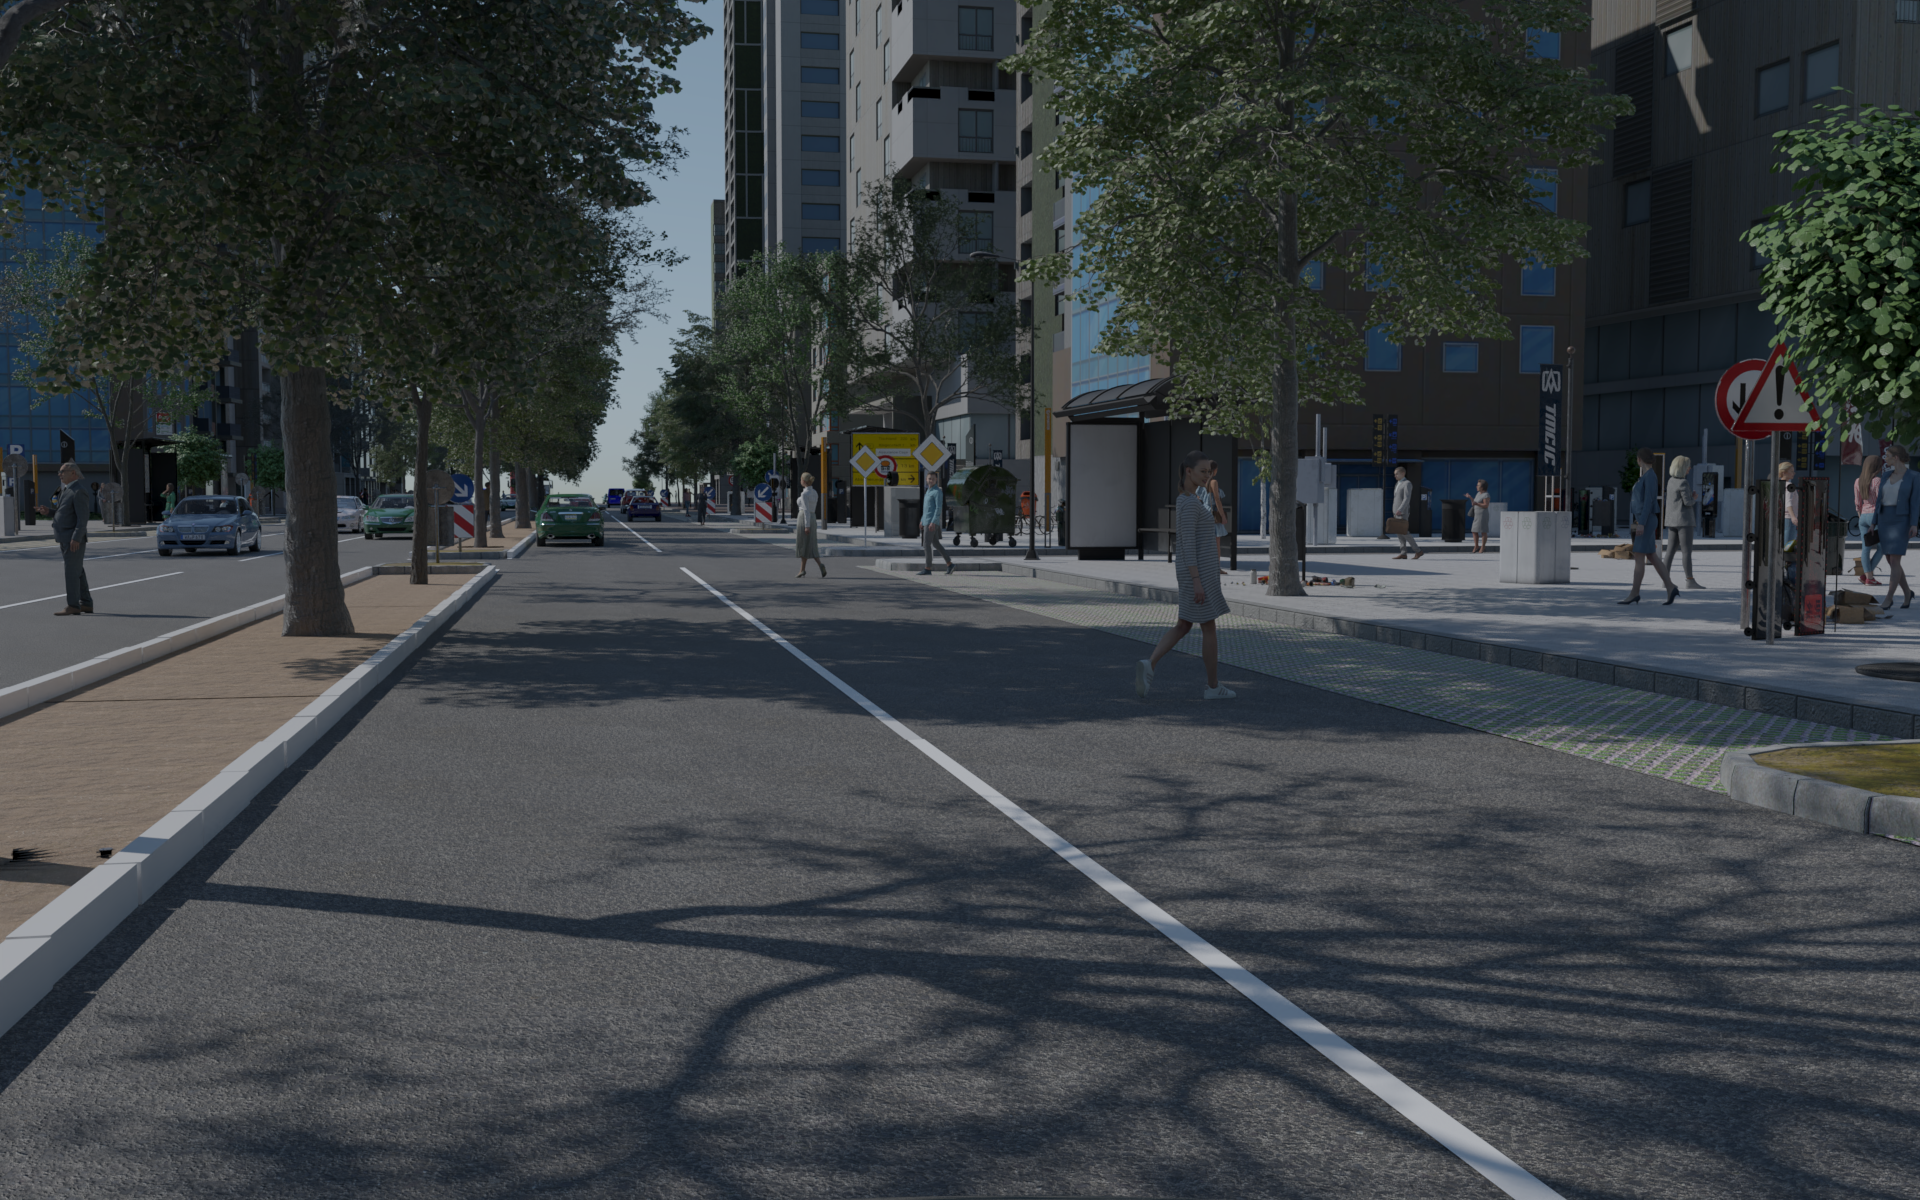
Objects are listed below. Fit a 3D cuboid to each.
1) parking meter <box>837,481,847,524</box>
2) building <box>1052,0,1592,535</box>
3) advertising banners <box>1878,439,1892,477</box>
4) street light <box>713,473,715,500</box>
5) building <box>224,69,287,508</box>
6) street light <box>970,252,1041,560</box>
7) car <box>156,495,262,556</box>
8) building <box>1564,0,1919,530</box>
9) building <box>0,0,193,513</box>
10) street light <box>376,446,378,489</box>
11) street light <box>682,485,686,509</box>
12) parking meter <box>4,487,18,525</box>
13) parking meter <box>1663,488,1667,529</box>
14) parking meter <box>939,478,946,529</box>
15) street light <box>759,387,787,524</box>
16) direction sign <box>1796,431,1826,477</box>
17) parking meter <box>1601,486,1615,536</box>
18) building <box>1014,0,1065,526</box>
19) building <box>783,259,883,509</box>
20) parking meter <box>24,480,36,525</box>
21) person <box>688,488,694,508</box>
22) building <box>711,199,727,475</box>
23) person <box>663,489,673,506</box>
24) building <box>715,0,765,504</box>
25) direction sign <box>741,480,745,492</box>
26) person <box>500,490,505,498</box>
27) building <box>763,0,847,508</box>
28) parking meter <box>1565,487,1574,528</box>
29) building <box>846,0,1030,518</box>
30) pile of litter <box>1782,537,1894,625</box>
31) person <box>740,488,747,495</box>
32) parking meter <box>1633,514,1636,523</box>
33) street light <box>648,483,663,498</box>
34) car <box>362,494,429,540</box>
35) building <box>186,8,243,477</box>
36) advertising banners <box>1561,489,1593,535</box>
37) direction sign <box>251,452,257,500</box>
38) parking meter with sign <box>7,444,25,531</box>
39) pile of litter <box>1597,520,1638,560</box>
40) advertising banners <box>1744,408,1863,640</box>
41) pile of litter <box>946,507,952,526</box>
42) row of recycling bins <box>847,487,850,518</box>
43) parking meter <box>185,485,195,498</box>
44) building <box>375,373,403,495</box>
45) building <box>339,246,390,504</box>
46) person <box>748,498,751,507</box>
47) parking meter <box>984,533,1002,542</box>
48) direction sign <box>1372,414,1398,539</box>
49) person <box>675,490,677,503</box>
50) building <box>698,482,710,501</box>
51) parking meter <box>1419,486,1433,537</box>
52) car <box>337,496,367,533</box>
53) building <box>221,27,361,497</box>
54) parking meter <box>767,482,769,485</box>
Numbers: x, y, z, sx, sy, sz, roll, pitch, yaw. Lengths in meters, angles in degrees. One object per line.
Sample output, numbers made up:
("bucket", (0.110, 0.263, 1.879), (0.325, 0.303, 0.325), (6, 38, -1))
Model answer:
("parking meter", (-5.131, -4.250, 75.206), (0.399, 1.863, 0.255), (1, 4, 14))
("building", (11.944, -25.109, 60.646), (14.200, 45.320, 14.600), (-1, 4, -12))
("advertising banners", (29.829, -3.551, 54.245), (0.090, 3.025, 2.074), (-3, 5, -44))
("street light", (-16.775, -8.666, 114.229), (1.470, 5.913, 1.316), (-1, 4, -12))
("building", (-68.459, -28.787, 154.261), (14.154, 41.232, 14.086), (-1, 4, -12))
("street light", (0.875, -3.726, 33.468), (1.470, 5.913, 1.316), (-1, 4, -12))
("car", (-18.027, -1.819, 41.742), (2.014, 1.417, 4.499), (-1, 4, -13))
("building", (39.447, -29.557, 72.495), (27.495, 52.752, 28.713), (-1, 4, -12))
("building", (-59.090, -28.265, 112.237), (14.600, 45.320, 14.200), (-1, 4, -12))
("street light", (-50.172, -10.902, 150.792), (1.470, 5.913, 1.316), (-1, 4, -12))
("street light", (-24.498, -10.864, 150.162), (1.470, 5.913, 1.316), (-1, 4, -12))
("parking meter", (-31.840, -3.041, 58.132), (0.372, 1.533, 0.369), (0, 3, 0))
("parking meter", (25.720, -3.374, 63.568), (0.372, 1.533, 0.369), (0, 3, 0))
("parking meter", (-0.728, -3.569, 64.065), (0.399, 1.863, 0.255), (3, 5, 39))
("street light", (-8.168, -6.242, 74.604), (1.470, 5.913, 1.316), (-1, 4, -12))
("direction sign", (28.120, -3.993, 57.284), (0.876, 3.537, 0.379), (1, 4, 14))
("parking meter", (19.842, -2.728, 53.016), (0.372, 1.533, 0.369), (0, 3, 0))
("building", (9.468, -18.665, 76.874), (14.160, 30.474, 14.107), (-1, 4, -12))
("building", (0.666, -18.273, 143.806), (27.650, 21.520, 28.899), (-1, 4, -12))
("parking meter", (-38.038, -3.983, 70.831), (0.255, 1.863, 0.399), (0, 4, 7))
("person", (-25.325, -9.535, 161.942), (1.348, 1.823, 0.705), (0, 4, 3))
("building", (-27.901, -34.235, 243.328), (14.154, 41.232, 14.086), (-1, 4, -12))
("person", (-30.839, -10.849, 183.443), (0.705, 1.821, 1.348), (3, 5, 40))
("building", (-21.640, -48.125, 225.101), (20.563, 71.187, 20.611), (-1, 4, -12))
("direction sign", (-14.544, -7.551, 115.464), (0.379, 3.537, 0.876), (3, 5, 43))
("person", (-49.225, -10.897, 186.648), (0.705, 1.826, 1.348), (1, 4, 10))
("building", (-8.581, -38.400, 169.837), (21.231, 58.520, 28.212), (-1, 4, -12))
("parking meter", (23.054, -3.496, 65.577), (0.372, 1.533, 0.369), (0, 3, 0))
("building", (8.283, -31.567, 105.358), (28.713, 52.752, 27.495), (-1, 4, -12))
("pile of litter", (8.807, -0.220, 17.560), (1.719, 0.858, 1.176), (-1, 4, -17))
("person", (-16.250, -7.509, 128.825), (1.348, 1.822, 0.705), (-1, 4, -21))
("parking meter", (21.092, -2.774, 53.764), (0.372, 1.533, 0.369), (0, 3, 0))
("street light", (-33.151, -13.271, 189.517), (1.470, 5.913, 1.316), (-1, 4, -12))
("car", (-18.195, -2.713, 56.163), (2.131, 1.459, 4.920), (-1, 4, -13))
("building", (-68.318, -29.212, 132.245), (22.147, 44.769, 28.867), (-1, 4, -12))
("advertising banners", (19.175, -3.575, 54.644), (0.090, 3.025, 2.074), (-2, 4, -23))
("direction sign", (-38.522, -6.273, 94.568), (0.379, 3.537, 0.876), (0, 4, -6))
("parking meter with sign", (-33.378, -3.956, 60.938), (0.543, 3.016, 1.738), (-3, 5, -41))
("pile of litter", (13.265, -1.247, 34.357), (1.176, 0.858, 1.719), (2, 4, 34))
("advertising banners", (7.712, -1.191, 15.665), (2.074, 3.025, 0.090), (-3, 4, -37))
("pile of litter", (-0.476, -3.346, 68.670), (1.719, 0.858, 1.176), (-3, 4, -37))
("row of recycling bins", (-6.110, -5.409, 95.551), (1.069, 1.692, 3.534), (-1, 4, -12))
("parking meter", (-36.695, -4.701, 82.578), (0.399, 1.863, 0.255), (-3, 5, -41))
("building", (-89.376, -29.435, 252.962), (14.160, 30.474, 14.107), (-1, 4, -12))
("building", (-89.337, -37.308, 229.602), (23.786, 49.044, 30.456), (-1, 4, -12))
("person", (-21.115, -10.232, 174.157), (0.721, 1.723, 1.217), (-1, 4, -11))
("parking meter", (0.834, -2.301, 46.030), (0.372, 1.533, 0.369), (0, 3, 0))
("direction sign", (12.068, -3.501, 49.241), (0.876, 3.537, 0.379), (-2, 4, -26))
("person", (-39.721, -14.429, 242.039), (0.705, 1.814, 1.350), (0, 4, -8))
("building", (-23.462, -34.997, 264.073), (32.217, 40.220, 23.993), (-1, 4, -12))
("parking meter", (13.831, -2.631, 51.428), (0.372, 1.533, 0.369), (0, 3, 0))
("car", (-23.105, -3.181, 64.375), (2.083, 1.381, 4.827), (-1, 4, -13))
("building", (-82.688, -46.852, 204.288), (20.563, 71.187, 20.611), (-1, 4, -12))
("parking meter", (-9.281, -4.872, 85.373), (0.399, 1.863, 0.255), (0, 4, -7))
